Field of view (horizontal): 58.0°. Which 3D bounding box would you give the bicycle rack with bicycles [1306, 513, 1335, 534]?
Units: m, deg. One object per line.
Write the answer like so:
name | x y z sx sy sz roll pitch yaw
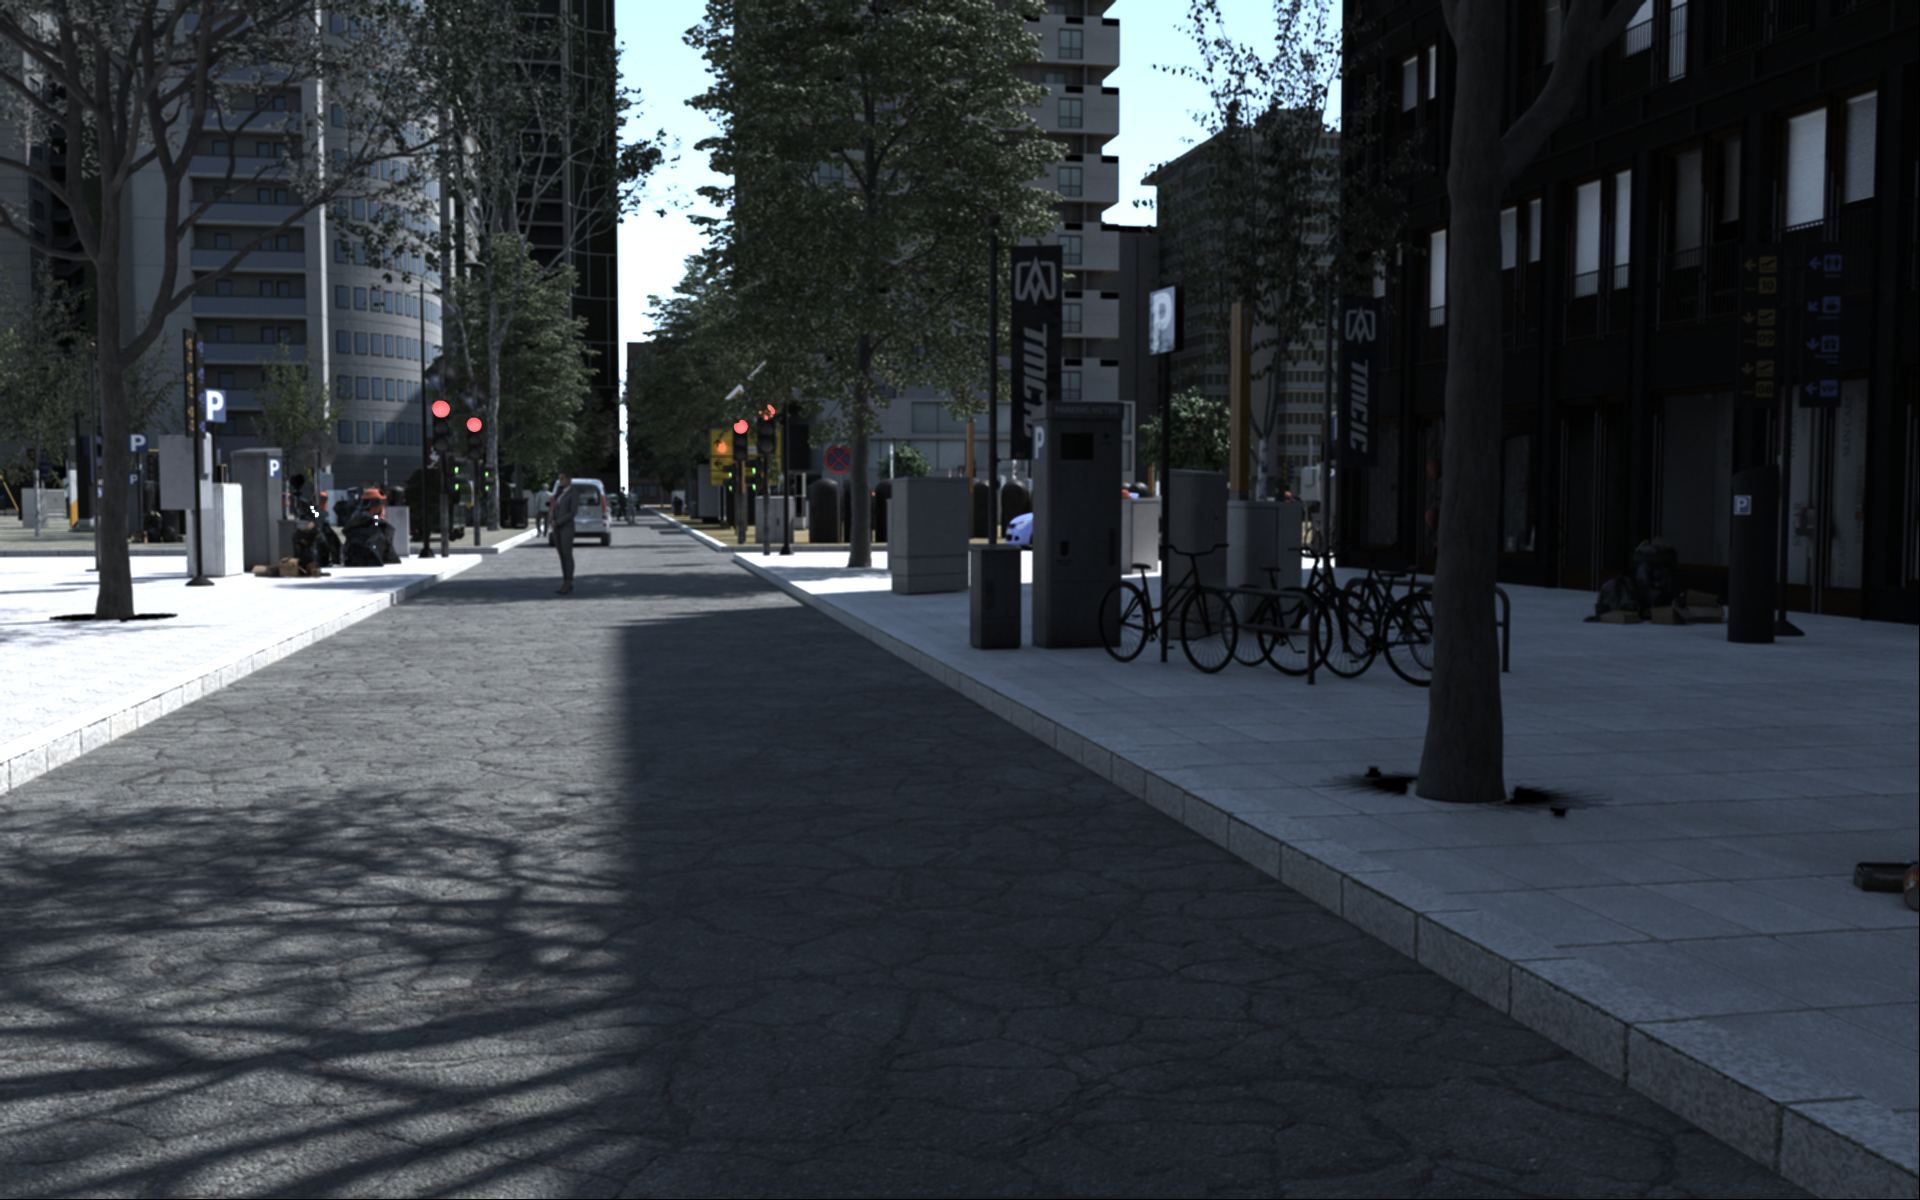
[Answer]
bicycle rack with bicycles | 8.425 -1.265 34.068 2.852 0.926 2.925 -1 4 -14

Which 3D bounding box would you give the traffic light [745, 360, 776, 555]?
traffic light | -4.074 -2.893 36.221 0.839 4.253 0.868 -1 4 -11

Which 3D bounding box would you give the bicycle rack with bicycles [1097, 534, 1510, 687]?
bicycle rack with bicycles | 2.701 0.046 12.631 2.852 0.926 2.925 -2 4 -26

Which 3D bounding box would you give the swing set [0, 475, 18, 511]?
swing set | -49.631 -5.498 87.508 2.862 2.851 3.119 0 4 -1

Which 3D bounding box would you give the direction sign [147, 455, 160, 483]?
direction sign | -47.106 -6.695 101.453 0.876 3.537 0.379 0 4 -4

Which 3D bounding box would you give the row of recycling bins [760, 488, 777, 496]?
row of recycling bins | -10.888 -6.133 107.383 3.534 1.692 1.069 1 4 19

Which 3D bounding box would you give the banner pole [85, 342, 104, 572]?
banner pole | -14.288 -2.380 28.929 0.401 3.779 0.863 1 4 13

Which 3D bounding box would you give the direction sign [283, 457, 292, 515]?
direction sign | -40.968 -6.946 105.557 0.379 3.537 0.876 1 4 8

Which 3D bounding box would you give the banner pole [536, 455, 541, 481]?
banner pole | -24.004 -6.646 98.679 0.401 3.779 0.863 0 4 6

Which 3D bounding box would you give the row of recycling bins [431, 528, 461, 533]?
row of recycling bins | -17.245 -3.119 58.111 1.069 1.692 3.534 -1 4 -18

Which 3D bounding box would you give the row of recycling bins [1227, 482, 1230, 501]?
row of recycling bins | 8.980 -3.400 62.698 1.069 1.692 3.534 -2 4 -25

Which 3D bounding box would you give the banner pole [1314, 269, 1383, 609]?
banner pole | 4.337 -1.799 19.437 0.863 3.779 0.401 -1 4 -15

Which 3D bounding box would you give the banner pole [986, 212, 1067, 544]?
banner pole | 0.519 -1.556 15.453 0.863 3.779 0.401 1 4 13

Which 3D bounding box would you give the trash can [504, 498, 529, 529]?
trash can | -16.117 -3.162 63.345 0.748 1.137 0.748 0 3 0

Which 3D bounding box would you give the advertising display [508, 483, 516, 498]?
advertising display | -25.716 -5.795 99.965 0.974 1.923 0.123 -2 4 -33

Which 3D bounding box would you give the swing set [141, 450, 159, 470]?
swing set | -28.657 -3.886 61.163 3.119 2.851 2.862 -1 4 -21

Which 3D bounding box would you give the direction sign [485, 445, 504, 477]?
direction sign | -21.614 -5.414 80.520 0.876 3.537 0.379 0 4 6

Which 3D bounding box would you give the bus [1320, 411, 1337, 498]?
bus | 15.481 -3.232 44.385 12.252 3.916 2.896 -1 4 -9

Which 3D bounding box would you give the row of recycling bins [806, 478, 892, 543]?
row of recycling bins | -2.287 -2.391 46.207 3.534 1.692 1.069 -2 4 -24

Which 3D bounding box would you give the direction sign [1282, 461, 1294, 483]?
direction sign | 22.517 -7.766 118.977 0.876 3.537 0.379 -1 4 -12

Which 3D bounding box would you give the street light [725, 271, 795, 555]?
street light | -4.180 -3.893 36.188 1.470 5.913 1.316 -1 4 -11

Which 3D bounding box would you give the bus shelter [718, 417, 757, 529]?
bus shelter | -8.455 -5.480 67.228 2.179 5.291 8.768 -1 4 -11

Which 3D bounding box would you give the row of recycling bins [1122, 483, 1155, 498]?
row of recycling bins | 5.852 -3.440 63.351 1.069 1.692 3.534 -1 4 -22

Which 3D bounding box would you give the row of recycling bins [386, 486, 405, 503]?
row of recycling bins | -29.240 -5.054 89.740 1.069 1.692 3.534 -1 4 -19

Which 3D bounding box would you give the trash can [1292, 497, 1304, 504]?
trash can | 19.036 -5.252 97.529 0.748 1.137 0.748 0 3 0

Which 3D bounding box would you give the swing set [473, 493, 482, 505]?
swing set | -29.656 -6.950 111.255 3.119 2.851 2.862 0 4 0

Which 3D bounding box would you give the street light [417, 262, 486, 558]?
street light | -10.194 -3.805 34.752 1.470 5.913 1.316 -1 4 -11

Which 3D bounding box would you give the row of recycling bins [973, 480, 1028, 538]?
row of recycling bins | 1.194 -2.692 51.123 3.534 1.692 1.069 0 4 4

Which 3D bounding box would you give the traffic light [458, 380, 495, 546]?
traffic light | -11.945 -3.296 42.808 0.839 4.253 0.868 -1 4 -11

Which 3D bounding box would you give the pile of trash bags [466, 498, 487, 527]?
pile of trash bags | -19.984 -3.591 68.472 3.447 1.369 1.912 1 4 21

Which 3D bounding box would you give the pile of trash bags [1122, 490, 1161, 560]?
pile of trash bags | 3.240 -1.536 34.872 1.912 1.369 3.447 0 4 4

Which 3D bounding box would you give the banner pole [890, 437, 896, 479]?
banner pole | -2.913 -5.211 75.218 0.401 3.779 0.863 1 4 16

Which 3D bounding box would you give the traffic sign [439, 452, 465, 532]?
traffic sign | -15.365 -3.198 52.396 0.768 2.556 0.104 0 4 -5

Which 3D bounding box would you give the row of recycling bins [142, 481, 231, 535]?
row of recycling bins | -24.643 -2.889 54.352 1.069 1.692 3.534 1 4 19

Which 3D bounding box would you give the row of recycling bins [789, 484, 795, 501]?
row of recycling bins | -5.528 -3.889 70.692 3.534 1.692 1.069 2 4 28

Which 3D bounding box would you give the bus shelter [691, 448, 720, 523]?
bus shelter | -10.465 -4.937 74.649 2.014 3.302 5.546 -1 4 -11

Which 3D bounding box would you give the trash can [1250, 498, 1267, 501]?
trash can | 9.847 -2.817 57.715 0.748 1.137 0.748 0 3 0

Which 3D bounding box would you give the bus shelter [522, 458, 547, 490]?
bus shelter | -26.102 -7.066 106.812 1.731 3.624 6.357 -1 4 -11

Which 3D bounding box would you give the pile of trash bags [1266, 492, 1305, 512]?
pile of trash bags | 16.647 -4.623 85.344 3.447 1.369 1.912 0 3 0

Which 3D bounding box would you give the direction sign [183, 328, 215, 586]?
direction sign | -10.661 -1.969 24.189 0.379 3.537 0.876 -1 4 -9

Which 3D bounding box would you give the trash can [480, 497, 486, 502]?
trash can | -21.652 -4.101 78.712 0.748 1.137 0.748 0 3 0

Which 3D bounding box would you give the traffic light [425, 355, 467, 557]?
traffic light | -10.413 -2.816 34.971 0.839 4.253 0.868 -1 4 -11

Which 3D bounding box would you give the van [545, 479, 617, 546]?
van | -10.708 -2.561 48.891 2.013 2.044 4.112 -1 4 -10

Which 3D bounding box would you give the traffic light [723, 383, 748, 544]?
traffic light | -5.606 -3.372 44.058 0.839 4.253 0.868 -1 4 -11

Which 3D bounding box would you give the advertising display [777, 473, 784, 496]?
advertising display | -5.451 -2.937 53.230 0.123 1.923 0.974 -1 4 -18

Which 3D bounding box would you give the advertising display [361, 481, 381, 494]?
advertising display | -28.452 -4.802 83.734 0.123 1.923 0.974 3 5 40

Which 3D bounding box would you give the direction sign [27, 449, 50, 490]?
direction sign | -46.224 -5.800 86.825 0.876 3.537 0.379 -2 4 -29

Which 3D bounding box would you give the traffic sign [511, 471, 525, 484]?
traffic sign | -23.918 -5.730 93.784 0.768 2.556 0.104 0 4 -5

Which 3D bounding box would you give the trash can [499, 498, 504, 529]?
trash can | -16.820 -3.226 64.403 0.748 1.137 0.748 0 3 0

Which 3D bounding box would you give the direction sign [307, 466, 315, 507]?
direction sign | -31.424 -5.631 84.070 0.379 3.537 0.876 1 4 10

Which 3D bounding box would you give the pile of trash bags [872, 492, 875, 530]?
pile of trash bags | -2.539 -3.243 62.778 1.912 1.369 3.447 -3 4 -37

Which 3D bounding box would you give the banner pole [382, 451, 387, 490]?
banner pole | -33.716 -6.825 101.601 0.401 3.779 0.863 0 4 -3

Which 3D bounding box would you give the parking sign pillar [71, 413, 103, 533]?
parking sign pillar | -29.085 -4.259 58.112 1.447 3.967 1.447 0 4 3

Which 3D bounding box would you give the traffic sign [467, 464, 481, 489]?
traffic sign | -19.709 -4.333 70.852 0.884 2.594 0.081 0 4 -8

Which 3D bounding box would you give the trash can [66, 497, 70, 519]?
trash can | -46.635 -4.802 90.169 0.748 1.137 0.748 0 3 0

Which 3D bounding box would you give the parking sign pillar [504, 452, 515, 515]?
parking sign pillar | -28.089 -7.232 106.718 1.447 3.967 1.447 -1 4 -18

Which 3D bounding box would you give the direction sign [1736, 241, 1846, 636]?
direction sign | 7.492 -1.449 15.685 0.876 3.537 0.379 1 4 12

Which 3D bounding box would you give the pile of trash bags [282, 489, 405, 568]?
pile of trash bags | -11.169 -1.345 31.741 1.912 1.369 3.447 0 4 -3
